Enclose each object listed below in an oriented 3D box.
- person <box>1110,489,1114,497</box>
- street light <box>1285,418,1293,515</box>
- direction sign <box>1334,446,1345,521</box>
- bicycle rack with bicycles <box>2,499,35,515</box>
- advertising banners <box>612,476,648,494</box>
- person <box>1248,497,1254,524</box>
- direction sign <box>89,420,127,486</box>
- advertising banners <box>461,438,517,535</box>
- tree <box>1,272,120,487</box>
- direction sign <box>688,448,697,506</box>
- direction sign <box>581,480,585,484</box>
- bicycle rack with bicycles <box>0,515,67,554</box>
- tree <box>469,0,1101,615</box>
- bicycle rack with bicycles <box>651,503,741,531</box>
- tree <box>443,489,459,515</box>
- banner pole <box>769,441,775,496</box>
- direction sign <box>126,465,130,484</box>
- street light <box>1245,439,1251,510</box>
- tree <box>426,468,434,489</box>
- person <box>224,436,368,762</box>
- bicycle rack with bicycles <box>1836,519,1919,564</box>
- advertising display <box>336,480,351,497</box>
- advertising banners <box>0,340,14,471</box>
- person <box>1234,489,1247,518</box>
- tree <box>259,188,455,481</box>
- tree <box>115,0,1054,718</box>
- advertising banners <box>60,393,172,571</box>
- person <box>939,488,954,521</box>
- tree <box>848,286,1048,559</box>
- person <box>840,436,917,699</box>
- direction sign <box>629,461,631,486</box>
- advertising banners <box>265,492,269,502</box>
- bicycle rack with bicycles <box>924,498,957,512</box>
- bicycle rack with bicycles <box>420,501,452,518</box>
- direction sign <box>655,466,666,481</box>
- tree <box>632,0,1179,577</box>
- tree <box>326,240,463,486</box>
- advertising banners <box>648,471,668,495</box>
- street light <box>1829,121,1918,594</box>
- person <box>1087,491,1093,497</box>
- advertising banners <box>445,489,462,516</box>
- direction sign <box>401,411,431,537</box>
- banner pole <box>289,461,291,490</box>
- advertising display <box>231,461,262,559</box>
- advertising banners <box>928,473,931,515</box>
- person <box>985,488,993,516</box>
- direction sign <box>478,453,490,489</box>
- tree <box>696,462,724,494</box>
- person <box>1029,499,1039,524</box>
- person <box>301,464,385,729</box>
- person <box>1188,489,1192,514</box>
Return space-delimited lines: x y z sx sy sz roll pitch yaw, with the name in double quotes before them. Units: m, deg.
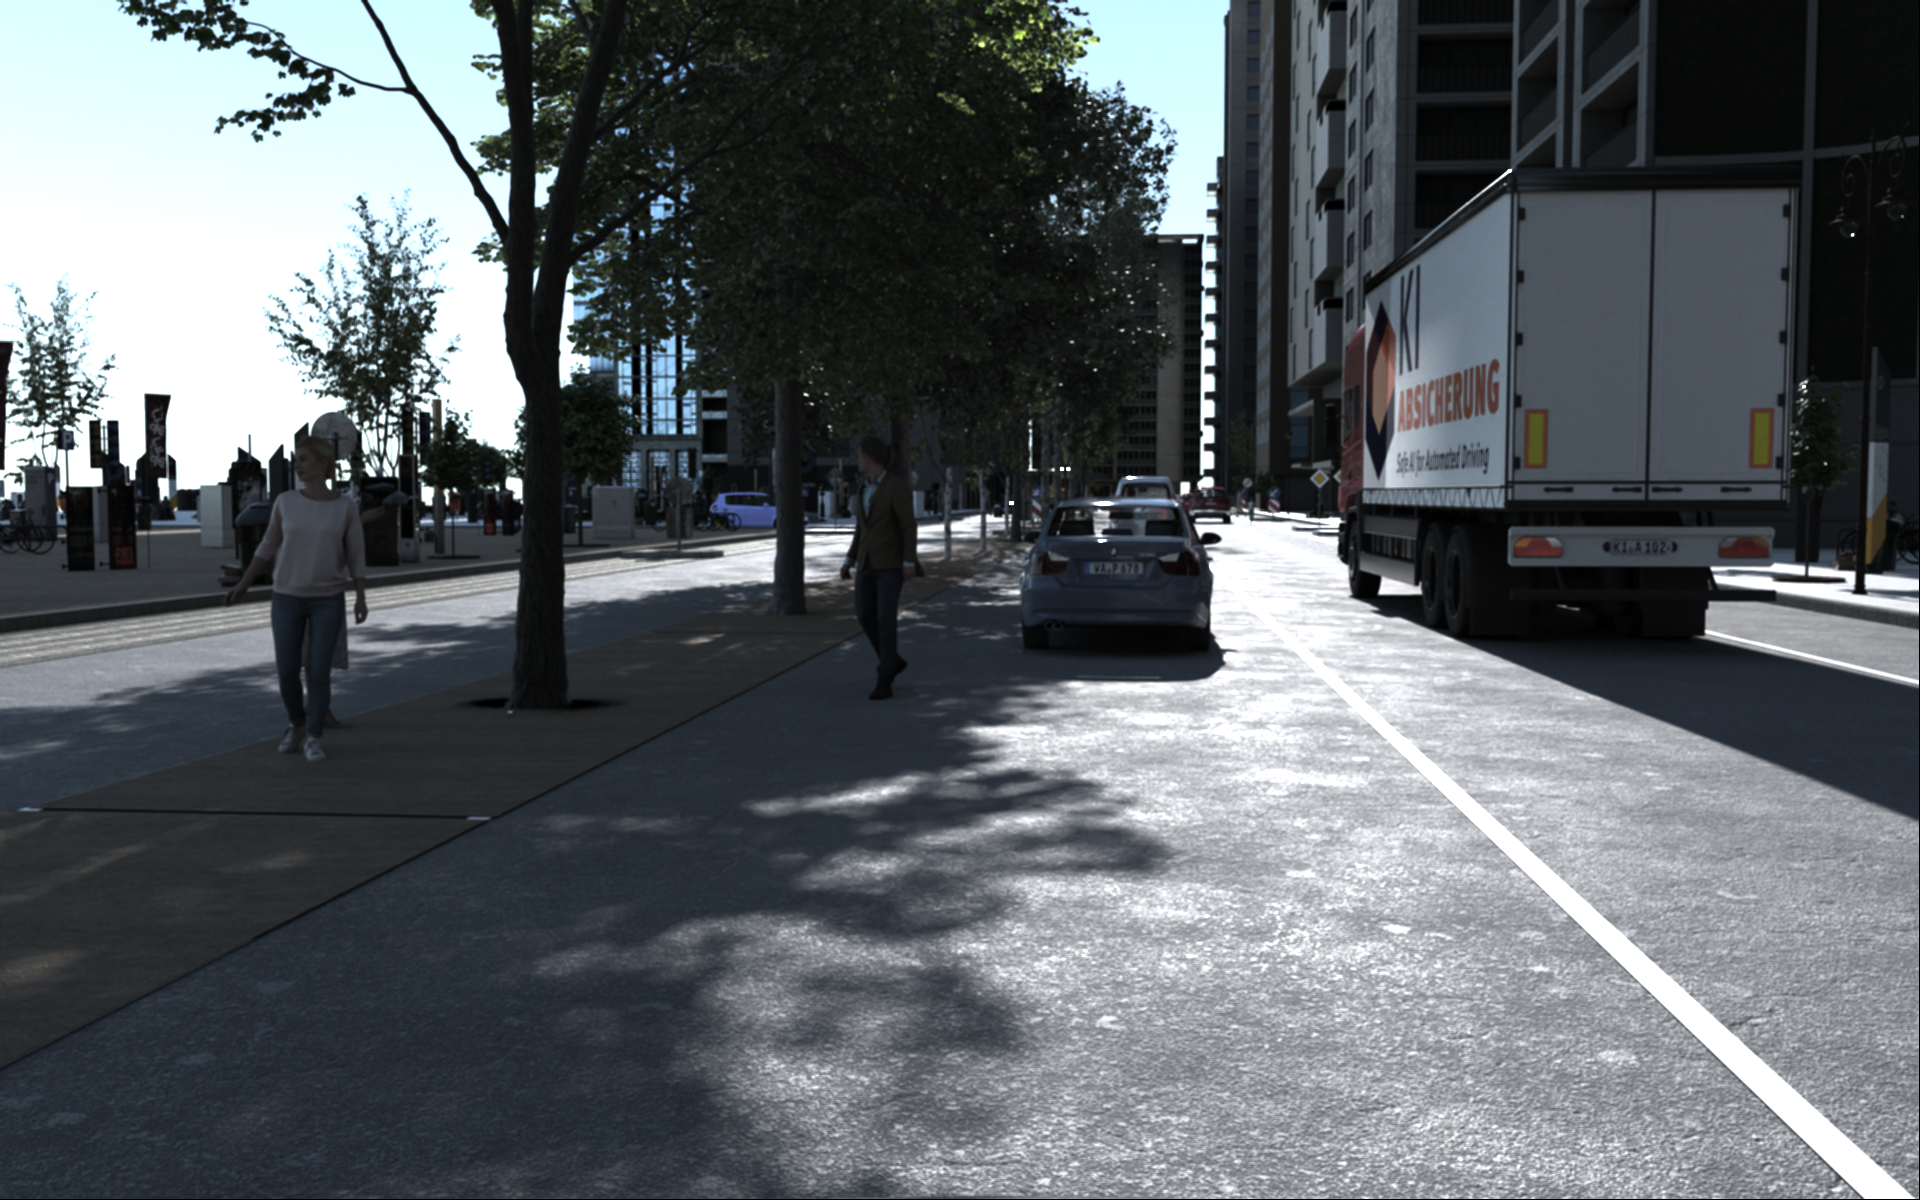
"person" 12.044 -7.922 138.030 0.388 1.821 0.555 0 4 2
"street light" 19.875 -8.067 104.686 0.468 5.910 1.993 0 4 6
"direction sign" 18.129 -5.501 81.943 0.876 3.537 0.379 -1 4 -10
"bicycle rack with bicycles" -66.842 -6.671 122.446 2.852 0.926 2.925 -3 4 -38
"advertising banners" -19.102 -6.319 99.506 2.074 3.025 0.090 -2 4 -27
"person" 14.101 -4.351 83.886 0.306 1.304 0.590 1 4 17
"direction sign" -26.171 -3.734 53.041 0.876 3.537 0.379 0 4 -5
"advertising banners" -14.664 -3.538 54.031 2.074 3.025 0.090 2 4 29
"tree" -30.489 -6.587 58.067 4.737 8.622 4.395 0 3 0
"direction sign" -13.140 -5.696 85.121 0.379 3.537 0.876 1 4 16
"direction sign" -29.154 -8.615 132.849 0.876 3.537 0.379 -3 5 -40
"bicycle rack with bicycles" -20.595 -1.443 36.974 2.852 0.926 2.925 3 4 39
"tree" -2.096 -6.117 20.591 7.486 12.596 7.792 0 3 0
"bicycle rack with bicycles" -8.949 -2.872 60.341 2.925 0.926 2.852 1 4 17
"tree" -27.048 -7.016 98.425 4.285 4.588 4.351 0 3 0
"banner pole" -8.865 -5.639 82.217 0.401 3.779 0.863 -3 5 -44
"direction sign" -65.800 -8.845 136.618 0.379 3.537 0.876 1 4 18
"street light" 23.545 -10.341 141.866 0.468 5.910 1.993 0 4 6
"tree" -31.308 -7.518 106.627 4.285 4.588 4.351 0 3 0
"person" -3.589 -0.012 9.372 0.731 1.740 0.598 -1 4 -18
"bicycle rack with bicycles" 17.884 -1.170 32.514 2.925 0.926 2.852 1 4 15
"advertising display" -28.918 -4.662 81.431 0.974 1.923 0.123 -3 5 -43
"advertising banners" -11.627 -1.409 19.229 2.074 3.025 0.090 -2 4 -33
"person" 17.039 -5.869 105.210 0.760 1.731 0.466 -1 4 -10
"tree" -14.103 -5.569 41.421 4.737 8.622 4.395 0 3 0
"tree" -2.727 -5.072 11.139 9.928 11.665 9.643 0 3 0
"advertising banners" -14.324 -2.038 29.502 0.090 3.025 2.074 2 4 31
"person" -0.748 -5.127 92.608 0.850 1.792 0.678 1 4 14
"tree" -0.256 -5.194 37.737 4.360 8.622 3.978 0 3 0
"person" -0.582 -0.245 12.413 0.656 1.842 0.836 1 4 15
"direction sign" -22.333 -7.672 117.438 0.379 3.537 0.876 0 4 -5
"advertising banners" -48.665 -7.630 120.932 2.074 3.025 0.090 2 4 25
"bicycle rack with bicycles" -1.584 -7.925 142.958 2.852 0.926 2.925 0 4 -6
"bicycle rack with bicycles" -29.354 -4.939 94.127 2.925 0.926 2.852 3 4 38
"direction sign" -23.841 -8.935 138.077 0.876 3.537 0.379 -1 4 -12
"tree" -1.024 -6.749 29.810 9.611 12.733 9.660 0 3 0
"tree" -16.689 -6.144 50.813 4.360 8.622 3.978 0 3 0
"advertising banners" -23.294 -8.318 132.191 2.074 3.025 0.090 1 4 9
"street light" 11.534 -3.012 22.027 0.468 5.910 1.993 0 4 6
"person" 3.630 -2.292 48.566 0.523 1.515 0.503 -1 4 -13
"advertising banners" -30.193 -6.530 102.960 0.090 3.025 2.074 2 4 31
"direction sign" -14.873 -3.392 47.457 0.379 3.537 0.876 3 5 41
"banner pole" -44.942 -7.681 115.595 0.863 3.779 0.401 0 4 2
"advertising display" -14.160 -1.786 34.409 0.123 1.923 0.974 0 4 5
"advertising banners" -1.874 -6.722 106.092 0.090 3.025 2.074 0 4 2
"person" 1.759 -6.384 113.053 0.728 1.800 0.709 1 4 9
"direction sign" -26.064 -6.282 94.706 0.876 3.537 0.379 1 4 19
"tree" -15.069 -6.639 103.145 1.663 3.219 1.824 0 3 0
"person" 3.537 -4.529 82.800 0.529 1.795 0.600 3 4 38
"person" -3.816 -0.093 10.584 0.524 1.755 0.480 -2 4 -32
"person" 16.022 -6.875 121.077 0.590 1.801 0.661 2 4 30
